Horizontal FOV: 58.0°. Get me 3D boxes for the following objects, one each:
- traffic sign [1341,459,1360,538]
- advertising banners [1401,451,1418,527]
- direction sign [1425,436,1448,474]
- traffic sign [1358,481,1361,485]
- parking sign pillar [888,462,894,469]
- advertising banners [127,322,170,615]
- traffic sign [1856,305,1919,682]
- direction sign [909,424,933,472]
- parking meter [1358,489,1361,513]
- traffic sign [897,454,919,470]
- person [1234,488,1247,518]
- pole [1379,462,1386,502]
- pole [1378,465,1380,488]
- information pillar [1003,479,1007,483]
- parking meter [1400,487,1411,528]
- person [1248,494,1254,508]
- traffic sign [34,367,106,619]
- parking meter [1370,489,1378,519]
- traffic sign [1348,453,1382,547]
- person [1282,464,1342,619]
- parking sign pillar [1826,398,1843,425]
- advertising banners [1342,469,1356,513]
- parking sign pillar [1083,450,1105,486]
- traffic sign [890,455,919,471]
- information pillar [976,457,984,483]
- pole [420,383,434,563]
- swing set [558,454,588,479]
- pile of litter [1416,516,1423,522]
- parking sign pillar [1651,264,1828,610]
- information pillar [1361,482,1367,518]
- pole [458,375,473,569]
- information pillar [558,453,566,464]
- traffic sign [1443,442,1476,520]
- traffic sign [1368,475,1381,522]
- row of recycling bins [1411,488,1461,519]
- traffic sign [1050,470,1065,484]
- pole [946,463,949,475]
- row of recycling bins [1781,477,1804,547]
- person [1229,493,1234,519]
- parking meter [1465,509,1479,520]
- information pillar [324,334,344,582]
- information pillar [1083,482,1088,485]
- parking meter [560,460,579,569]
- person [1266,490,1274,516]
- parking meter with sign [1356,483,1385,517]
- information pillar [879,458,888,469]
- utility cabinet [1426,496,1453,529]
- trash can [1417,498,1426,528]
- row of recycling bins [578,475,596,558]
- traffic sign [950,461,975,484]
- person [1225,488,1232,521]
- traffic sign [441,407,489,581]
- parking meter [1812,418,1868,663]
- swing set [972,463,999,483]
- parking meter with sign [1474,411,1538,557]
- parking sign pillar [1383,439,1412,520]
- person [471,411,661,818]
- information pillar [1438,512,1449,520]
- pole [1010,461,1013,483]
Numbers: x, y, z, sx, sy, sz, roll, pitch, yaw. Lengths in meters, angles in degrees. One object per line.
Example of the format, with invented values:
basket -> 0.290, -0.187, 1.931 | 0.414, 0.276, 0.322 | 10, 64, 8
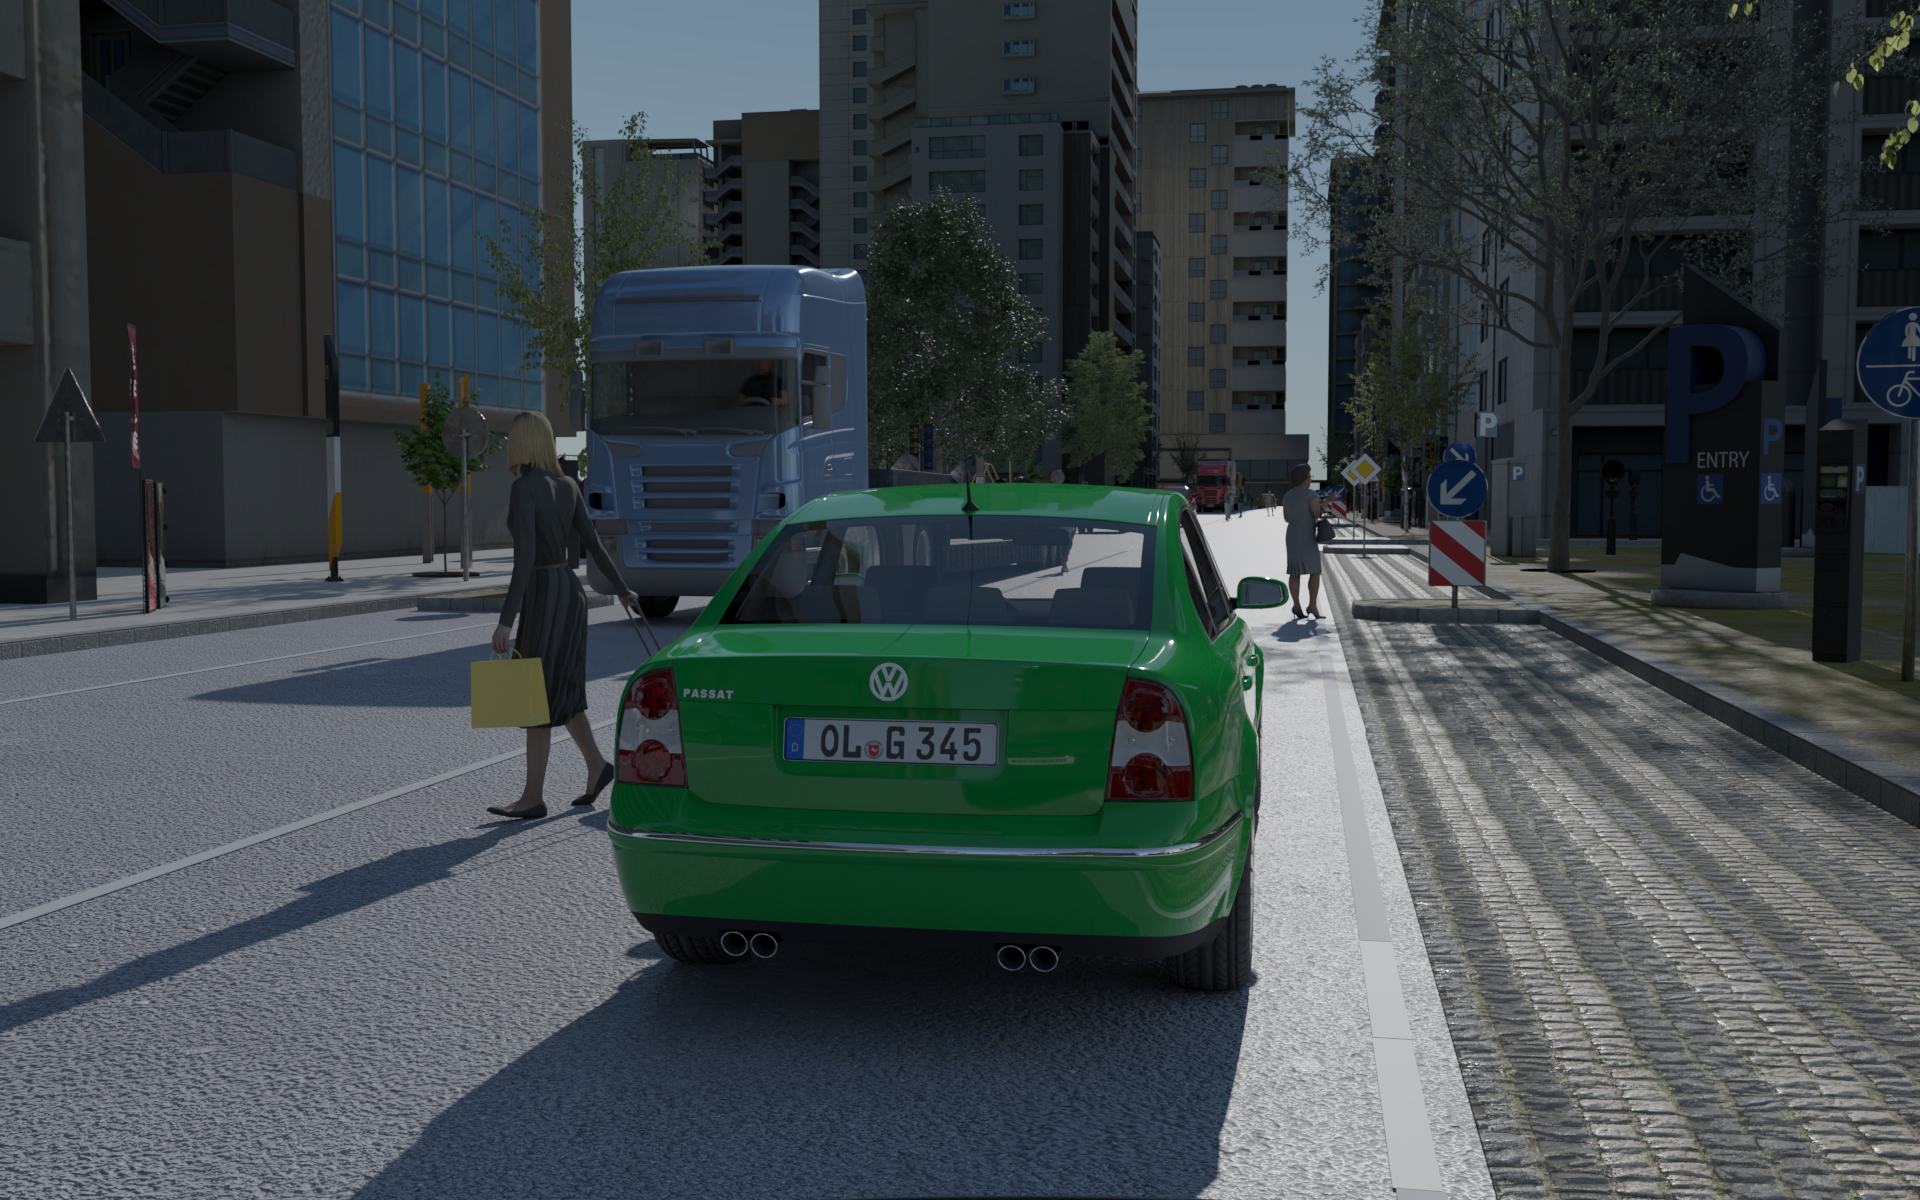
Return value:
traffic sign -> 11.400, -2.842, 50.106 | 0.795, 2.450, 0.064 | 1, 4, 11
advertising banners -> 17.913, -4.458, 69.081 | 0.090, 3.025, 2.074 | 0, 4, -2
direction sign -> 18.717, -4.652, 68.054 | 0.876, 3.537, 0.379 | 0, 4, 1
traffic sign -> 23.581, -6.176, 100.983 | 0.884, 2.594, 0.081 | 1, 4, 15
parking sign pillar -> -4.181, -7.233, 106.726 | 1.447, 3.967, 1.447 | -1, 4, -17
advertising banners -> -8.785, -1.378, 18.724 | 0.090, 3.025, 2.074 | -1, 4, -17
traffic sign -> 6.497, -0.715, 11.795 | 0.768, 2.556, 0.104 | 1, 4, 19
direction sign -> -1.253, -3.920, 56.086 | 0.876, 3.537, 0.379 | 2, 4, 30
parking meter -> 27.214, -6.850, 117.713 | 0.255, 1.863, 0.399 | 1, 4, 15
traffic sign -> -1.680, -3.360, 55.050 | 0.768, 2.556, 0.104 | 1, 4, 11
person -> 17.102, -5.913, 105.533 | 0.721, 1.781, 0.623 | 3, 5, 45
pole -> 24.140, -6.403, 98.539 | 0.158, 3.312, 0.155 | 0, 3, 0
pole -> 29.122, -7.735, 120.312 | 0.158, 3.312, 0.155 | 0, 3, 0
information pillar -> 2.115, -4.952, 85.458 | 0.304, 2.012, 0.304 | 2, 4, 31
parking meter -> 16.690, -3.451, 64.841 | 0.372, 1.533, 0.369 | 0, 3, 0
person -> 29.955, -10.204, 178.564 | 0.697, 1.427, 0.421 | -2, 4, -31
traffic sign -> -9.129, -1.086, 17.753 | 0.884, 2.594, 0.081 | 1, 4, 16
parking meter -> 21.164, -4.905, 88.604 | 0.372, 1.533, 0.369 | 0, 3, 0
traffic sign -> 9.873, -2.362, 42.268 | 0.795, 2.450, 0.064 | 1, 4, 11
person -> 4.061, -0.675, 19.887 | 0.532, 1.782, 0.716 | -3, 4, -36
parking sign pillar -> 17.600, -2.869, 35.387 | 1.447, 3.967, 1.447 | 1, 4, 16
advertising banners -> 26.897, -7.563, 119.849 | 0.090, 3.025, 2.074 | 3, 4, 38
parking sign pillar -> 8.222, -7.219, 106.503 | 1.447, 3.967, 1.447 | 0, 4, -5
traffic sign -> -1.455, -2.498, 44.487 | 0.795, 2.450, 0.064 | 1, 4, 11
information pillar -> 0.972, -5.744, 85.268 | 0.183, 3.616, 0.504 | 3, 5, 43
pole -> -9.869, -2.336, 32.044 | 0.158, 3.312, 0.155 | 0, 3, 0
swing set -> -15.283, -4.408, 69.692 | 2.862, 2.851, 3.119 | 1, 4, 16
pile of litter -> 21.430, -4.005, 79.452 | 1.176, 0.858, 1.719 | 3, 5, 40
parking sign pillar -> 8.723, -1.916, 19.800 | 1.447, 3.967, 1.447 | -2, 4, -28
information pillar -> 21.832, -5.448, 93.574 | 0.304, 2.012, 0.304 | 1, 4, 9
pole -> -8.505, -2.197, 29.760 | 0.158, 3.312, 0.155 | 0, 3, 0
information pillar -> -22.512, -6.520, 97.963 | 0.504, 3.616, 0.183 | 1, 4, 8
traffic sign -> 12.132, -2.569, 42.108 | 0.768, 2.556, 0.104 | 1, 4, 13
traffic sign -> 19.154, -4.927, 80.565 | 0.884, 2.594, 0.081 | 1, 4, 17
row of recycling bins -> 24.021, -5.026, 89.287 | 3.534, 1.692, 1.069 | 0, 4, 6
traffic sign -> 5.130, -5.583, 91.392 | 0.768, 2.556, 0.104 | 1, 4, 15
pole -> -0.807, -7.413, 115.044 | 0.158, 3.312, 0.155 | 0, 3, 0
row of recycling bins -> 18.340, -2.012, 40.016 | 3.534, 1.692, 1.069 | 2, 4, 27
person -> 15.549, -5.436, 99.969 | 0.503, 1.515, 0.523 | 0, 4, 2
parking meter -> 15.976, -2.960, 54.101 | 0.399, 1.863, 0.255 | 3, 4, 37
information pillar -> -9.155, -2.076, 25.297 | 0.183, 3.616, 0.504 | -2, 4, -33
information pillar -> 7.497, -6.075, 103.825 | 0.304, 2.012, 0.304 | 0, 4, 5
parking meter -> -6.717, -1.470, 29.739 | 0.255, 1.863, 0.399 | -2, 4, -29
person -> 19.991, -6.260, 111.858 | 0.512, 1.701, 0.522 | -1, 4, -18
parking meter with sign -> 22.943, -6.142, 96.685 | 1.738, 3.016, 0.543 | 3, 4, 39
information pillar -> -3.230, -4.986, 72.874 | 0.183, 3.616, 0.504 | -3, 5, -44
utility cabinet -> 17.695, -3.219, 63.788 | 1.020, 1.237, 0.306 | 0, 4, -2
trash can -> 17.750, -3.320, 65.933 | 0.748, 1.137, 0.748 | 0, 3, 0
row of recycling bins -> -7.624, -1.707, 35.024 | 3.534, 1.692, 1.069 | 2, 4, 32
traffic sign -> 0.072, -2.978, 52.325 | 0.795, 2.450, 0.064 | 1, 4, 11
person -> 14.172, -5.045, 91.528 | 0.362, 1.759, 0.519 | 1, 4, 20
traffic sign -> -7.264, -1.547, 25.394 | 0.768, 2.556, 0.104 | 1, 4, 15
parking meter -> 6.738, -0.462, 13.266 | 0.255, 1.863, 0.399 | 3, 5, 45
swing set -> 1.354, -5.516, 87.808 | 2.862, 2.851, 3.119 | 0, 4, 8
parking meter with sign -> 11.335, -2.421, 35.844 | 0.543, 3.016, 1.738 | -1, 4, -15
parking sign pillar -> 21.495, -5.899, 84.924 | 1.447, 3.967, 1.447 | -2, 4, -27
person -> -1.567, 0.045, 7.986 | 1.509, 1.804, 0.699 | -3, 4, -38
information pillar -> 14.240, -2.844, 50.990 | 0.304, 2.012, 0.304 | 1, 4, 20
pole -> 3.173, -6.950, 107.471 | 0.158, 3.312, 0.155 | 0, 3, 0
